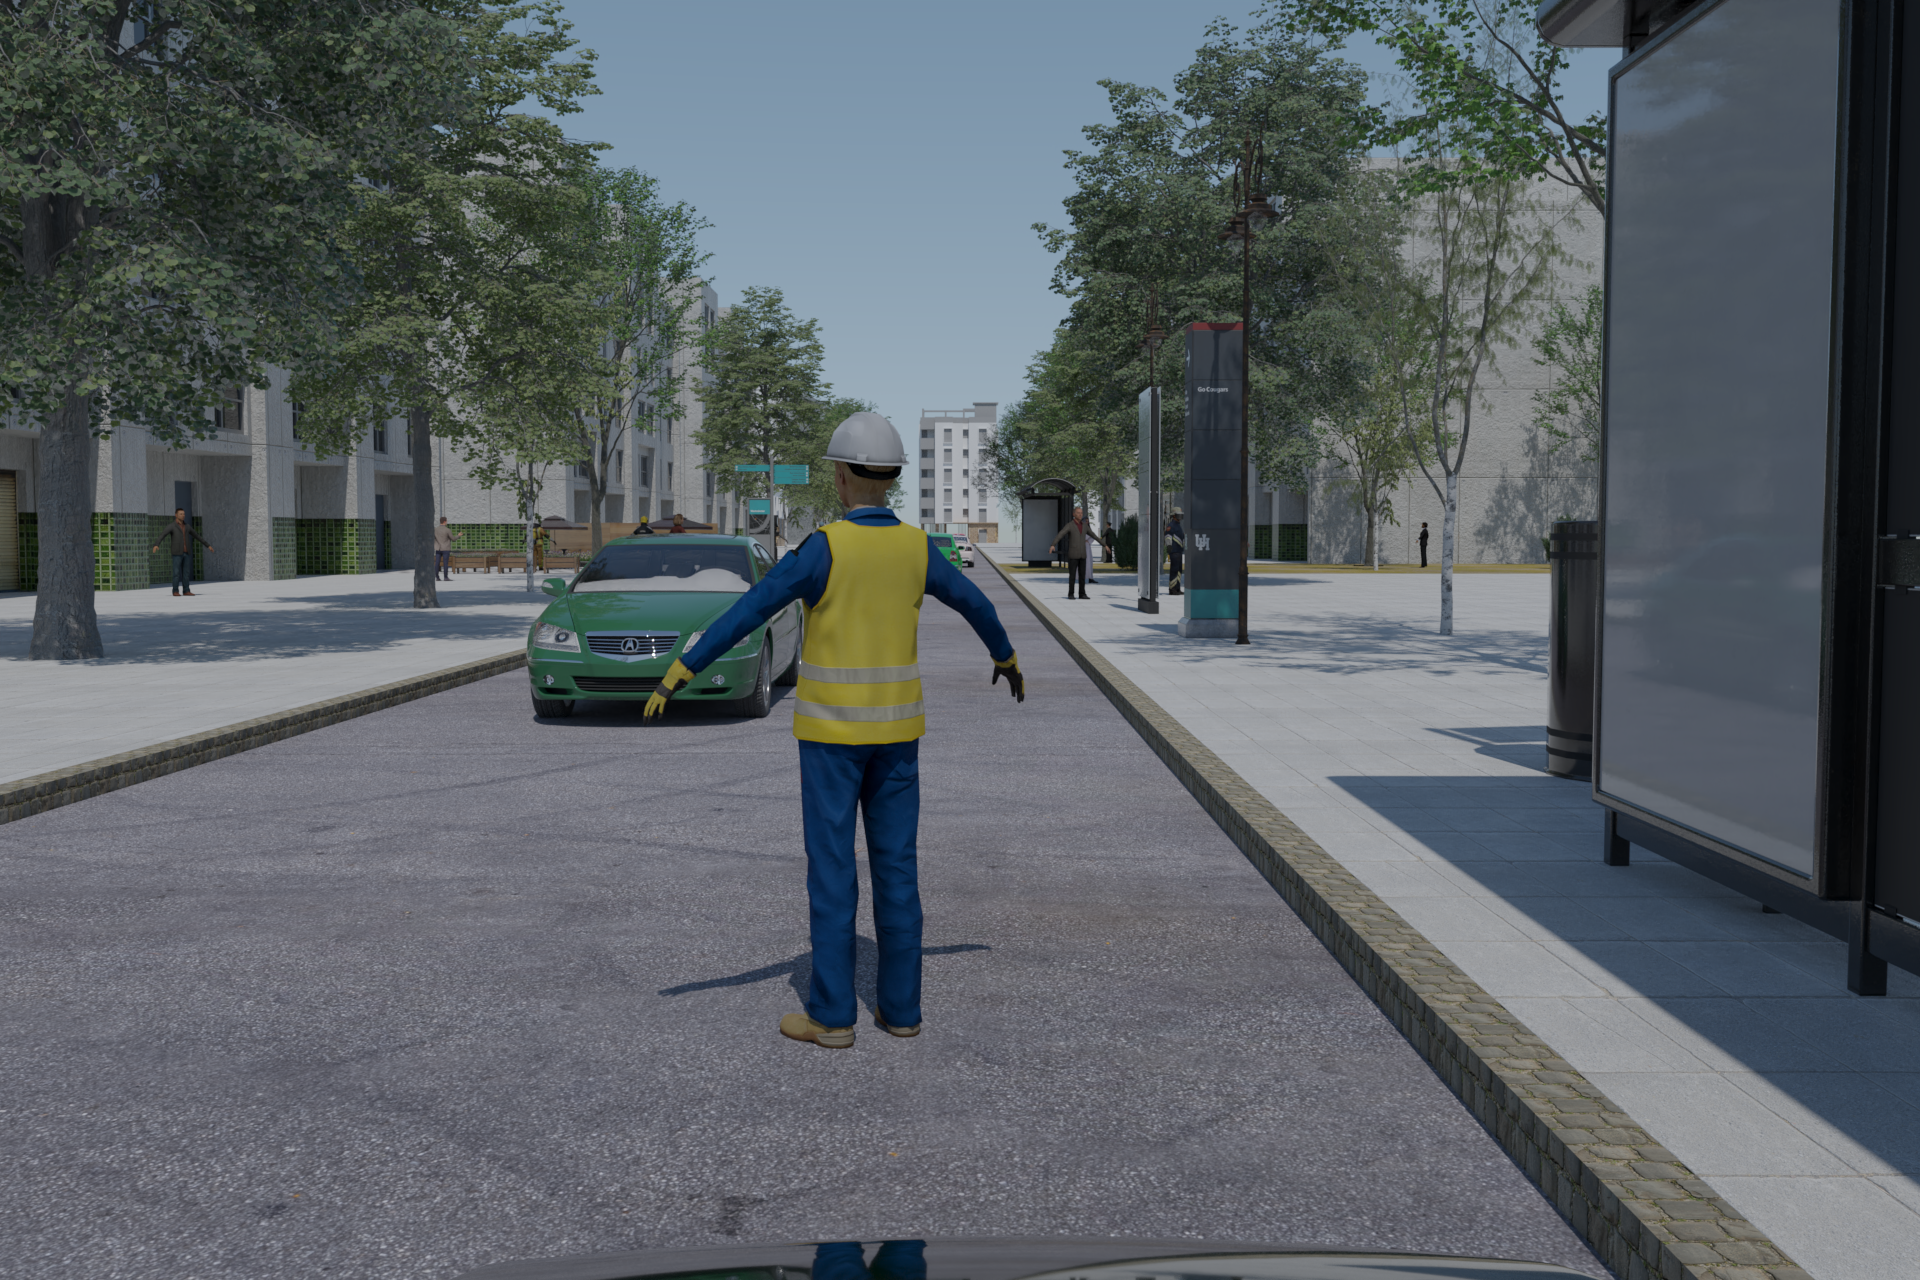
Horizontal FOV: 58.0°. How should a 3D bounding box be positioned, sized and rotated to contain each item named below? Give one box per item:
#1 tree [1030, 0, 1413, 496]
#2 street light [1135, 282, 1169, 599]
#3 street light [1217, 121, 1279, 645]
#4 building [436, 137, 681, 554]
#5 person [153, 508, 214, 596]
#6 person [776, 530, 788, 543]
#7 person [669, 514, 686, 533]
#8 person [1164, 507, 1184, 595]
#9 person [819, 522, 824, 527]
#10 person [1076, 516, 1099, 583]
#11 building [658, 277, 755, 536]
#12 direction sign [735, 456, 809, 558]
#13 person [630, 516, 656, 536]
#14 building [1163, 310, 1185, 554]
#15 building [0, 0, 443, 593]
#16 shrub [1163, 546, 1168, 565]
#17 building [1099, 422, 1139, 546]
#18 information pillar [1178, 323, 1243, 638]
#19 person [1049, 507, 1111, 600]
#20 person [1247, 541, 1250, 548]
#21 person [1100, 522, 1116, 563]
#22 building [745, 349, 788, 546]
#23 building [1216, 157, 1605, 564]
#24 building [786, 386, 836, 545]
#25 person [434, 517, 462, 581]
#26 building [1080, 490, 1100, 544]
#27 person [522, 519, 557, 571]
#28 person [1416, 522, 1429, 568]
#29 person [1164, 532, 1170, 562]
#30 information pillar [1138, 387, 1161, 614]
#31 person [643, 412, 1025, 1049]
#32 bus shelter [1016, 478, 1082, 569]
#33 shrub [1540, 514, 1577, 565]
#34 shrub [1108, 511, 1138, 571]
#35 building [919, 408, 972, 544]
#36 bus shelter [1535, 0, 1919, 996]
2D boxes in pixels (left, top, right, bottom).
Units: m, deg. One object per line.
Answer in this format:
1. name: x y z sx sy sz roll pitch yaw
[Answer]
1. tree: 6.481 -8.316 42.621 9.857 13.997 8.962 0 3 0
2. street light: 3.533 -3.622 32.007 0.468 5.910 1.993 0 4 0
3. street light: 3.292 -2.887 19.986 0.468 5.910 1.993 0 4 0
4. building: -26.032 -13.869 93.215 16.747 18.905 31.486 0 4 0
5. person: -16.072 -1.816 35.758 0.705 1.821 1.348 2 4 32
6. person: -7.611 -3.913 70.100 1.348 1.813 0.705 1 4 18
7. person: -6.094 -1.911 38.053 0.721 1.729 1.215 -3 5 -43
8. person: 4.554 -1.862 36.309 0.704 1.845 1.351 2 4 27
9. person: -6.074 -4.258 75.746 1.347 1.817 0.704 -3 5 -41
10. person: 3.253 -2.342 45.009 0.621 1.740 0.551 2 4 31
11. building: -26.210 -16.442 135.283 16.747 18.905 31.486 0 4 0
12. direction sign: -6.468 -4.366 60.153 2.525 3.948 1.411 0 4 -1
13. person: -10.111 -3.044 55.539 1.351 1.858 0.704 0 4 7
14. building: 22.893 -17.696 120.261 19.493 23.208 18.063 0 4 0
15. building: -27.251 -11.045 47.042 16.747 18.905 31.486 0 3 0
16. shrub: 7.698 -3.470 67.855 1.383 1.207 1.383 0 3 0
17. building: 24.672 -19.582 186.621 16.747 18.905 31.486 0 3 0
18. information pillar: 3.151 -1.970 21.582 0.750 3.857 0.750 0 4 0
19. person: 2.316 -1.696 33.914 1.348 1.807 0.705 -2 4 -25
20. person: 7.982 -2.625 49.138 0.705 1.803 1.348 0 4 -2
21. person: 6.539 -4.302 76.275 0.705 1.837 1.347 3 5 40
22. building: -24.028 -19.630 177.370 16.016 20.090 11.380 0 4 1
23. building: 23.514 -13.678 90.100 16.747 18.905 31.486 0 4 0
24. building: -25.441 -23.501 215.170 19.493 23.208 18.063 0 4 1
25. person: -14.034 -2.495 47.367 0.617 1.759 0.750 2 4 24
26. building: 20.825 -17.212 223.561 9.099 9.664 28.070 0 4 0
27. person: -14.734 -3.347 60.498 1.354 1.858 0.705 1 4 19
28. person: 17.579 -3.621 65.920 0.721 1.740 1.216 2 4 32
29. person: 9.563 -4.410 78.239 1.346 1.812 0.704 2 4 28
30. information pillar: 3.102 -2.271 28.451 0.184 3.620 1.656 0 4 0
31. person: -0.316 0.242 4.973 1.216 1.772 0.721 -2 4 -31
32. bus shelter: 3.266 -4.338 64.858 2.014 3.302 5.546 0 4 -2
33. shrub: 22.348 -3.660 63.889 1.661 2.075 1.752 0 3 0
34. shrub: 6.079 -3.461 60.621 1.661 2.075 1.752 0 3 0
35. building: -5.484 -23.999 251.252 11.380 20.090 16.016 -1 4 -9
36. bus shelter: 3.293 -1.682 5.138 2.179 5.291 8.768 0 4 0
